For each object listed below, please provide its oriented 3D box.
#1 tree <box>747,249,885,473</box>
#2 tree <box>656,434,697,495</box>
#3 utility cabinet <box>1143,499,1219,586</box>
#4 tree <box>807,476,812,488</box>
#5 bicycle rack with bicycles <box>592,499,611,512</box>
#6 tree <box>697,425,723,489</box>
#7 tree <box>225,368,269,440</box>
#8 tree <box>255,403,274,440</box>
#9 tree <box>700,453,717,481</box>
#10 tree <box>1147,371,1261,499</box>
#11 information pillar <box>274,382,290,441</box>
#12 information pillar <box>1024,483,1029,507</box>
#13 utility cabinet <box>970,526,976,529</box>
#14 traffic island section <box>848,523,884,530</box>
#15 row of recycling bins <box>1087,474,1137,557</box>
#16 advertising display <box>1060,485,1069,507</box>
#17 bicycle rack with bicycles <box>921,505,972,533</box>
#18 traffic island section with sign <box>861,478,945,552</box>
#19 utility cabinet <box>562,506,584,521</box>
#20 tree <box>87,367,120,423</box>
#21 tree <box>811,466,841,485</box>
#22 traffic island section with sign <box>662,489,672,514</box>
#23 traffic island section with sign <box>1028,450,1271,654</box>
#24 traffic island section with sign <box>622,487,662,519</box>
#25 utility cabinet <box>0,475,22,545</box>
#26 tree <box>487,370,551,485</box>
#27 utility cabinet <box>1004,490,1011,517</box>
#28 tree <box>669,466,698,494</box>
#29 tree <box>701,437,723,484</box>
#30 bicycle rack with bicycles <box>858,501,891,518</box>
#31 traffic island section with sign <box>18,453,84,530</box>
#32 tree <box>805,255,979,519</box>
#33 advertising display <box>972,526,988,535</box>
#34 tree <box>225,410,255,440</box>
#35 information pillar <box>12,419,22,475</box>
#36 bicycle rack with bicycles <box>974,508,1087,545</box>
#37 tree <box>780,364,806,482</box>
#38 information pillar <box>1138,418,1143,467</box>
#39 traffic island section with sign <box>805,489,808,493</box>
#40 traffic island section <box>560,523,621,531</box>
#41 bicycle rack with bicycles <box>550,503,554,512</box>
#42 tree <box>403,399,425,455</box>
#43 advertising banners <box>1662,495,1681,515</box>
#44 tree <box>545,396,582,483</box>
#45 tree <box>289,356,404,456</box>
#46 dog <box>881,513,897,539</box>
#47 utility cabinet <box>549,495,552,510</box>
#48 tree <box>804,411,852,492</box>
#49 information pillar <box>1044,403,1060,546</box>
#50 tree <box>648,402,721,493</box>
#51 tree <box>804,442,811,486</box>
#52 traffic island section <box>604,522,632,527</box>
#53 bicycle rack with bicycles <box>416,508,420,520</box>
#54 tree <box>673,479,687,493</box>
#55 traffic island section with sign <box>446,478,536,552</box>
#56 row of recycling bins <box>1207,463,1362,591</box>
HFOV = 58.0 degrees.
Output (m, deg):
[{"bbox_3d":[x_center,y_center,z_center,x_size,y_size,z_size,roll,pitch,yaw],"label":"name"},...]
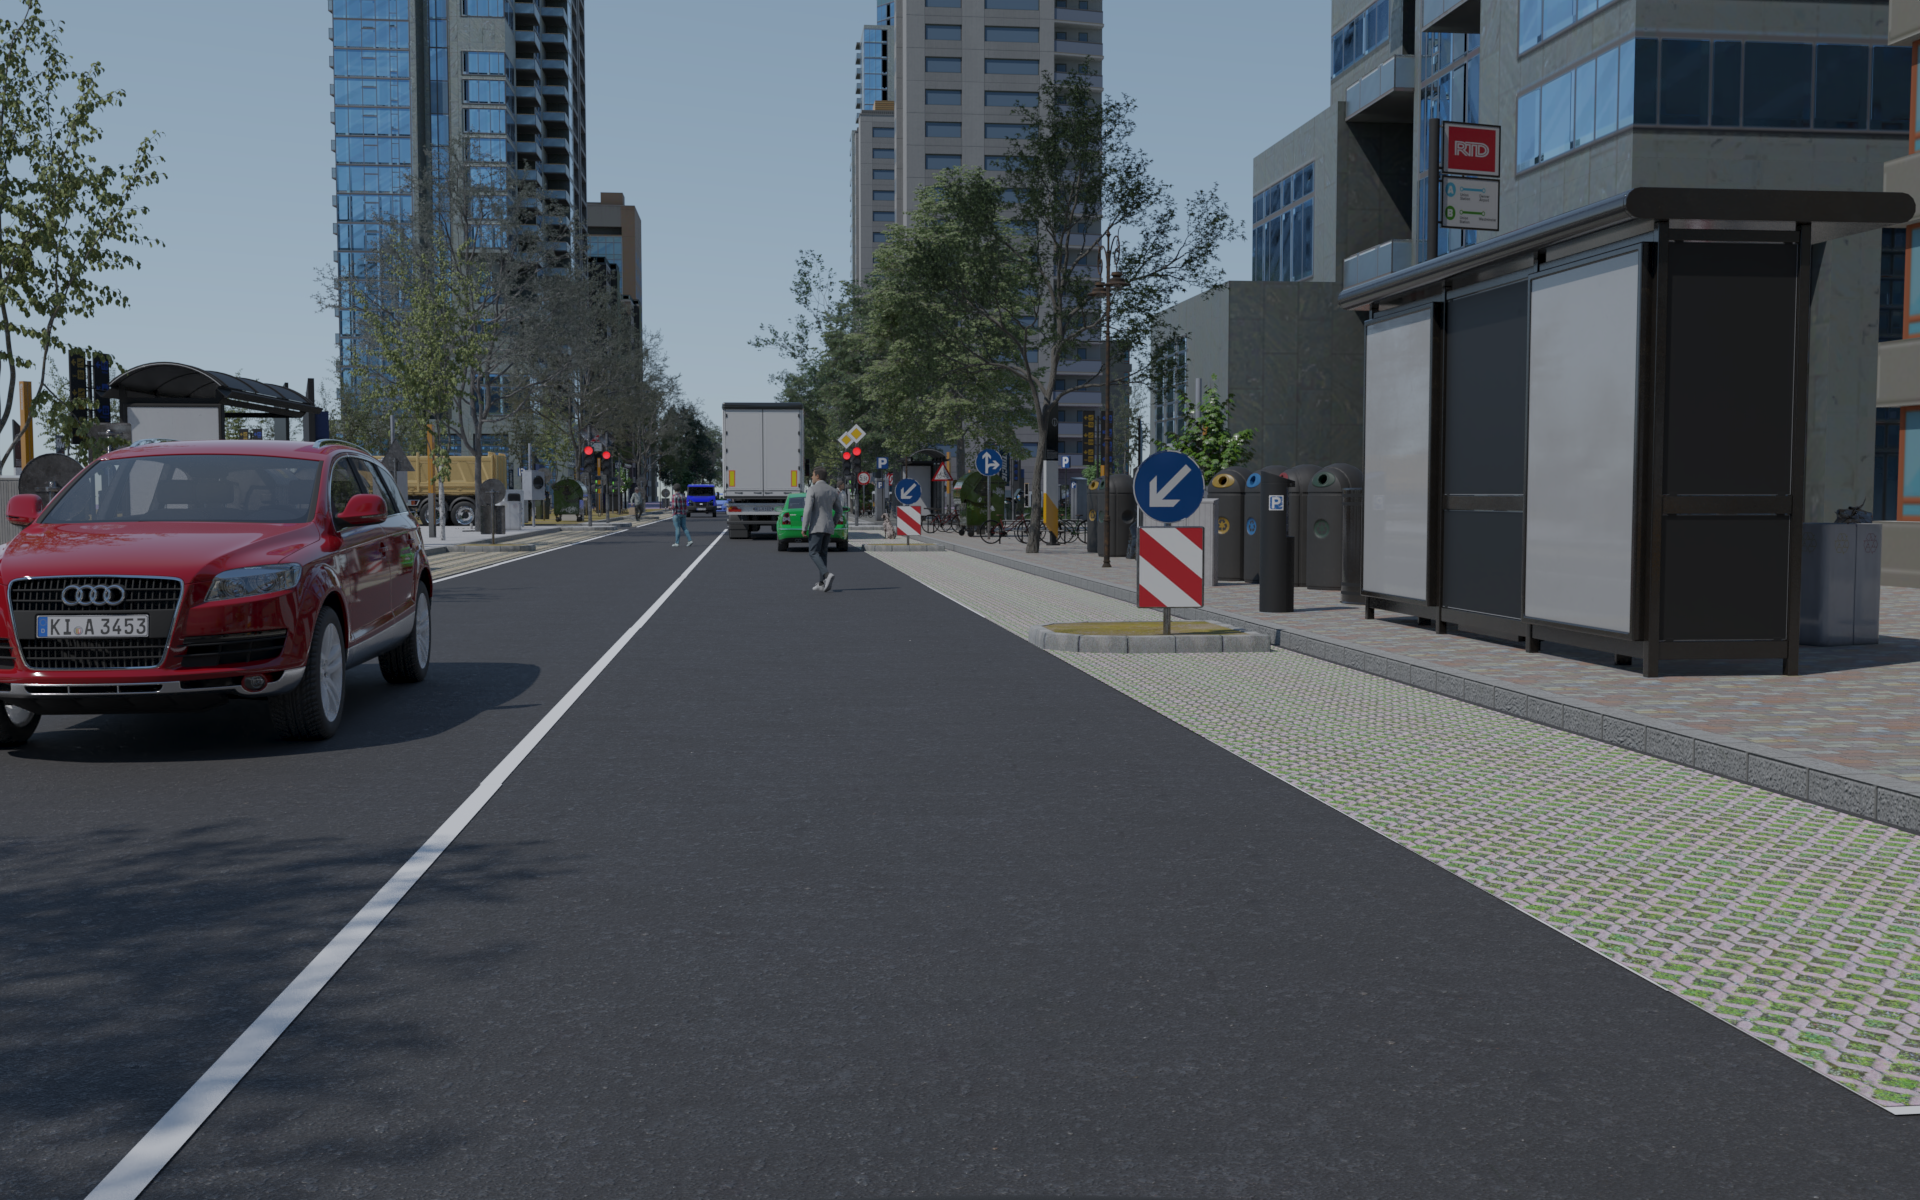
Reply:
[{"bbox_3d":[-9.769,-17.090,135.315,12.611,20.169,13.585,0,3,0],"label":"tree"},{"bbox_3d":[-30.344,-14.297,184.117,4.737,8.622,4.395,0,3,0],"label":"tree"},{"bbox_3d":[3.094,-0.804,24.313,1.020,1.237,0.306,1,4,22],"label":"utility cabinet"},{"bbox_3d":[-18.230,-17.405,210.328,9.928,11.665,9.643,0,3,0],"label":"tree"},{"bbox_3d":[-25.956,-6.875,125.785,2.852,0.926,2.925,0,4,-5],"label":"bicycle rack with bicycles"},{"bbox_3d":[-44.537,-24.623,309.245,9.857,13.997,8.962,0,3,0],"label":"tree"},{"bbox_3d":[-42.900,-9.270,101.921,4.737,8.622,4.395,0,3,0],"label":"tree"},{"bbox_3d":[-50.557,-10.889,128.398,4.360,8.622,3.978,0,3,0],"label":"tree"},{"bbox_3d":[-40.377,-20.154,263.927,7.601,10.594,8.767,2,4,27],"label":"tree"},{"bbox_3d":[4.001,-2.003,27.349,1.663,3.219,1.824,0,3,0],"label":"tree"},{"bbox_3d":[-14.272,-2.762,36.521,0.504,3.616,0.183,3,5,39],"label":"information pillar"},{"bbox_3d":[4.507,-6.866,116.758,0.304,2.012,0.304,1,4,8],"label":"information pillar"},{"bbox_3d":[0.608,-3.211,63.667,0.306,1.237,1.020,1,4,13],"label":"utility cabinet"},{"bbox_3d":[-4.123,-2.887,69.479,2.009,0.180,2.903,0,4,-7],"label":"traffic island section"},{"bbox_3d":[3.298,-1.815,36.786,1.069,1.692,3.534,0,4,0],"label":"row of recycling bins"},{"bbox_3d":[7.210,-6.983,119.393,0.123,1.923,0.974,3,4,37],"label":"advertising display"},{"bbox_3d":[0.077,-2.702,57.562,2.925,0.926,2.852,0,4,-6],"label":"bicycle rack with bicycles"},{"bbox_3d":[-1.474,-2.147,43.735,1.989,1.847,2.006,0,4,-7],"label":"traffic island section with sign"},{"bbox_3d":[-18.476,-4.509,82.405,1.173,1.500,0.318,1,4,17],"label":"utility cabinet"},{"bbox_3d":[-47.080,-8.995,97.432,4.360,8.622,3.978,0,3,0],"label":"tree"},{"bbox_3d":[-13.346,-11.653,174.241,4.285,4.588,4.351,0,3,0],"label":"tree"},{"bbox_3d":[-21.212,-7.131,125.216,1.989,1.847,2.006,0,4,-7],"label":"traffic island section with sign"},{"bbox_3d":[1.699,-0.476,16.417,1.989,1.847,2.006,0,4,-7],"label":"traffic island section with sign"},{"bbox_3d":[-18.084,-5.477,98.183,1.989,1.847,2.006,0,4,-7],"label":"traffic island section with sign"},{"bbox_3d":[-11.161,-0.717,20.406,1.173,1.500,0.318,-1,4,-17],"label":"utility cabinet"},{"bbox_3d":[-25.765,-9.276,102.030,4.360,8.622,3.978,0,3,0],"label":"tree"},{"bbox_3d":[2.258,-5.403,97.018,1.173,1.500,0.318,-2,4,-26],"label":"utility cabinet"},{"bbox_3d":[-31.609,-13.103,197.939,4.285,4.588,4.351,0,3,0],"label":"tree"},{"bbox_3d":[-43.864,-22.567,294.720,9.928,11.665,9.643,0,3,0],"label":"tree"},{"bbox_3d":[-3.934,-4.930,93.982,2.852,0.926,2.925,-2,4,-32],"label":"bicycle rack with bicycles"},{"bbox_3d":[-8.541,-0.451,16.000,1.989,1.847,2.006,0,4,-7],"label":"traffic island section with sign"},{"bbox_3d":[-3.387,-11.247,90.538,9.857,13.997,8.962,0,3,0],"label":"tree"},{"bbox_3d":[0.664,-3.031,54.769,0.123,1.923,0.974,2,4,35],"label":"advertising display"},{"bbox_3d":[-47.377,-9.648,108.114,4.360,8.622,3.978,0,3,0],"label":"tree"},{"bbox_3d":[-29.501,-3.857,54.409,0.183,3.616,0.504,1,4,22],"label":"information pillar"},{"bbox_3d":[2.265,-1.933,44.990,2.925,0.926,2.852,1,4,22],"label":"bicycle rack with bicycles"},{"bbox_3d":[-11.776,-15.409,158.594,9.857,13.997,8.962,0,3,0],"label":"tree"},{"bbox_3d":[5.578,-3.811,53.661,0.183,3.616,0.504,1,4,14],"label":"information pillar"},{"bbox_3d":[-11.105,-7.220,126.668,1.989,1.847,2.006,0,4,-7],"label":"traffic island section with sign"},{"bbox_3d":[-14.595,-2.813,68.273,2.009,0.180,2.903,0,4,-7],"label":"traffic island section"},{"bbox_3d":[-30.936,-6.818,124.848,2.925,0.926,2.852,0,4,5],"label":"bicycle rack with bicycles"},{"bbox_3d":[-32.290,-9.023,97.895,4.360,8.622,3.978,0,3,0],"label":"tree"},{"bbox_3d":[7.544,-1.378,18.712,0.090,3.025,2.074,0,4,-3],"label":"advertising banners"},{"bbox_3d":[-28.071,-10.376,120.006,4.737,8.622,4.395,0,3,0],"label":"tree"},{"bbox_3d":[-32.097,-8.521,89.679,4.360,8.622,3.978,0,3,0],"label":"tree"},{"bbox_3d":[-2.268,-2.322,54.803,0.513,0.831,0.800,0,4,2],"label":"dog"},{"bbox_3d":[-32.918,-7.736,137.637,1.020,1.237,0.306,2,4,24],"label":"utility cabinet"},{"bbox_3d":[-10.537,-11.901,144.937,4.737,8.622,4.395,0,3,0],"label":"tree"},{"bbox_3d":[2.271,-3.162,43.052,0.183,3.616,0.504,3,5,42],"label":"information pillar"},{"bbox_3d":[-34.044,-18.065,212.367,9.611,12.733,9.660,0,3,0],"label":"tree"},{"bbox_3d":[-27.295,-23.030,294.668,7.486,12.596,7.792,0,3,0],"label":"tree"},{"bbox_3d":[-15.515,-3.298,76.205,2.009,0.180,2.903,0,4,-7],"label":"traffic island section"},{"bbox_3d":[-26.876,-4.420,85.642,2.852,0.926,2.925,2,4,35],"label":"bicycle rack with bicycles"},{"bbox_3d":[-30.887,-11.946,189.915,1.663,3.219,1.824,0,3,0],"label":"tree"},{"bbox_3d":[-11.719,-2.129,43.431,1.989,1.847,2.006,0,4,-7],"label":"traffic island section with sign"},{"bbox_3d":[4.643,-1.070,24.615,1.069,1.692,3.534,-1,4,-22],"label":"row of recycling bins"}]
